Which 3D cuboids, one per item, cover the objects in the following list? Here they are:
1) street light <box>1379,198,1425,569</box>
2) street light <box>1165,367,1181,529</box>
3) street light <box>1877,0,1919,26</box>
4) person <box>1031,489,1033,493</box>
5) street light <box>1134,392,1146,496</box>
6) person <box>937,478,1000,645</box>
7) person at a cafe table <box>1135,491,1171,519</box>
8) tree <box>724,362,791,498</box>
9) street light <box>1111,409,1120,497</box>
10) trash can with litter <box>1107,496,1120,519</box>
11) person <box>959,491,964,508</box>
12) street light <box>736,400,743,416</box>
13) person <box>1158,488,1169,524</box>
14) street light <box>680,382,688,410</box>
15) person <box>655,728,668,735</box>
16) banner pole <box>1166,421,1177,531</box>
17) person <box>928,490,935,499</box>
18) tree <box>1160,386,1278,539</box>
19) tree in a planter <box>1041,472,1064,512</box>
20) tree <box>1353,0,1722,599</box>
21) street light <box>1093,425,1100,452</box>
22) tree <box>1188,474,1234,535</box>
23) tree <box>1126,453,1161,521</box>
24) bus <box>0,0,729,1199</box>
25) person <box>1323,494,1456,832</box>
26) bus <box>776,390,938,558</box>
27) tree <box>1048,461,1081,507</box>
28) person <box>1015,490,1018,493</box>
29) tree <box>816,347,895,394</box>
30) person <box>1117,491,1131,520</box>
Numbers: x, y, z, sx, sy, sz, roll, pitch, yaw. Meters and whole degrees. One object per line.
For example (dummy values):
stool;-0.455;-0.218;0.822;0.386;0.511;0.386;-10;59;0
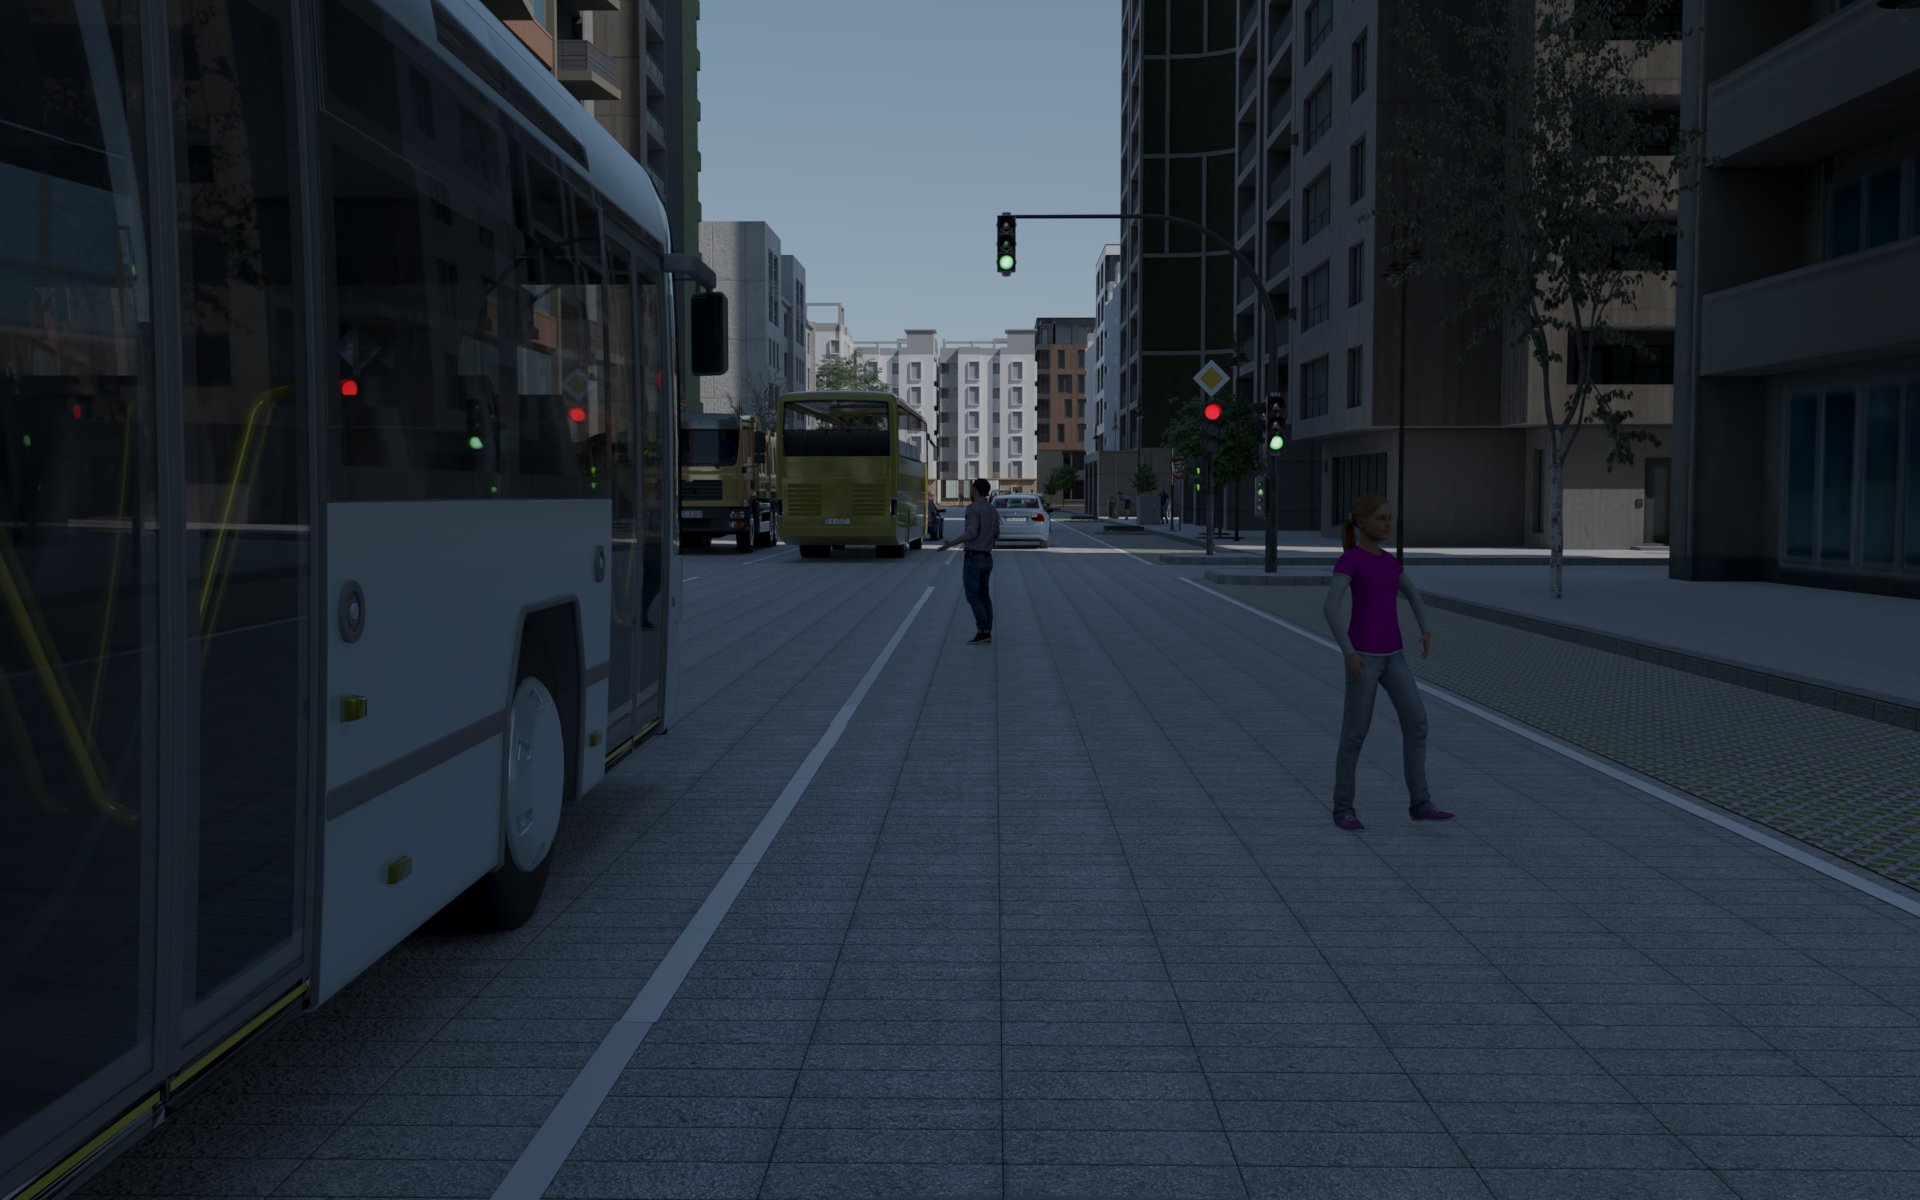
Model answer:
street light;6.995;-3.340;27.389;0.468;5.910;1.993;0;4;1
street light;7.769;-5.533;63.253;0.468;5.910;1.993;0;4;1
street light;6.804;-2.385;11.782;0.468;5.910;1.993;0;4;1
person;4.897;-6.593;116.809;1.217;1.766;0.721;-1;4;-19
street light;8.152;-6.487;78.855;0.468;5.910;1.993;0;4;1
person;0.169;-0.377;16.618;0.435;1.587;0.963;2;4;26
person at a cafe table;10.125;-4.950;89.443;1.622;1.524;1.698;2;4;28
tree;-10.935;-8.879;95.532;4.360;8.622;3.978;0;3;0
street light;8.491;-7.457;94.714;0.468;5.910;1.993;0;4;1
trash can with litter;8.113;-4.855;90.762;0.624;1.170;1.055;-1;4;-15
person;0.149;-10.523;181.084;0.617;1.759;0.750;0;4;-6
street light;-10.852;-6.890;85.439;0.468;5.910;1.993;0;4;1
person;8.712;-4.004;73.717;0.471;1.553;0.569;-1;4;-21
street light;-11.120;-5.871;68.775;0.468;5.910;1.993;0;4;1
person;-1.973;-0.067;10.040;0.568;1.767;0.683;2;4;25
banner pole;7.288;-4.249;59.488;0.401;3.779;0.863;0;4;5
person;-3.104;-9.885;170.250;1.348;1.807;0.705;-2;4;-27
tree;7.481;-4.057;50.049;4.285;4.588;4.351;0;3;0
tree in a planter;7.281;-8.613;138.044;1.991;3.239;1.994;0;4;1
tree;7.146;-4.314;20.900;4.360;8.622;3.978;0;3;0
street light;8.699;-8.451;110.967;0.468;5.910;1.993;0;4;1
tree;7.897;-3.671;54.625;1.663;3.219;1.824;0;3;0
tree;8.622;-5.328;81.709;1.663;3.219;1.824;0;3;0
bus;-2.634;-0.490;2.872;2.948;3.499;13.247;0;3;0
person;1.862;0.271;7.311;0.726;1.434;0.776;-2;4;-34
bus;-2.292;-3.067;41.684;2.896;3.916;12.252;0;4;2
tree;10.347;-11.501;171.759;4.285;4.588;4.351;0;3;0
person;4.037;-7.187;126.800;0.721;1.735;1.217;2;4;27
tree;-10.432;-14.908;150.400;9.857;13.997;8.962;0;3;0
person;8.155;-4.693;86.005;0.697;1.427;0.421;0;4;5
